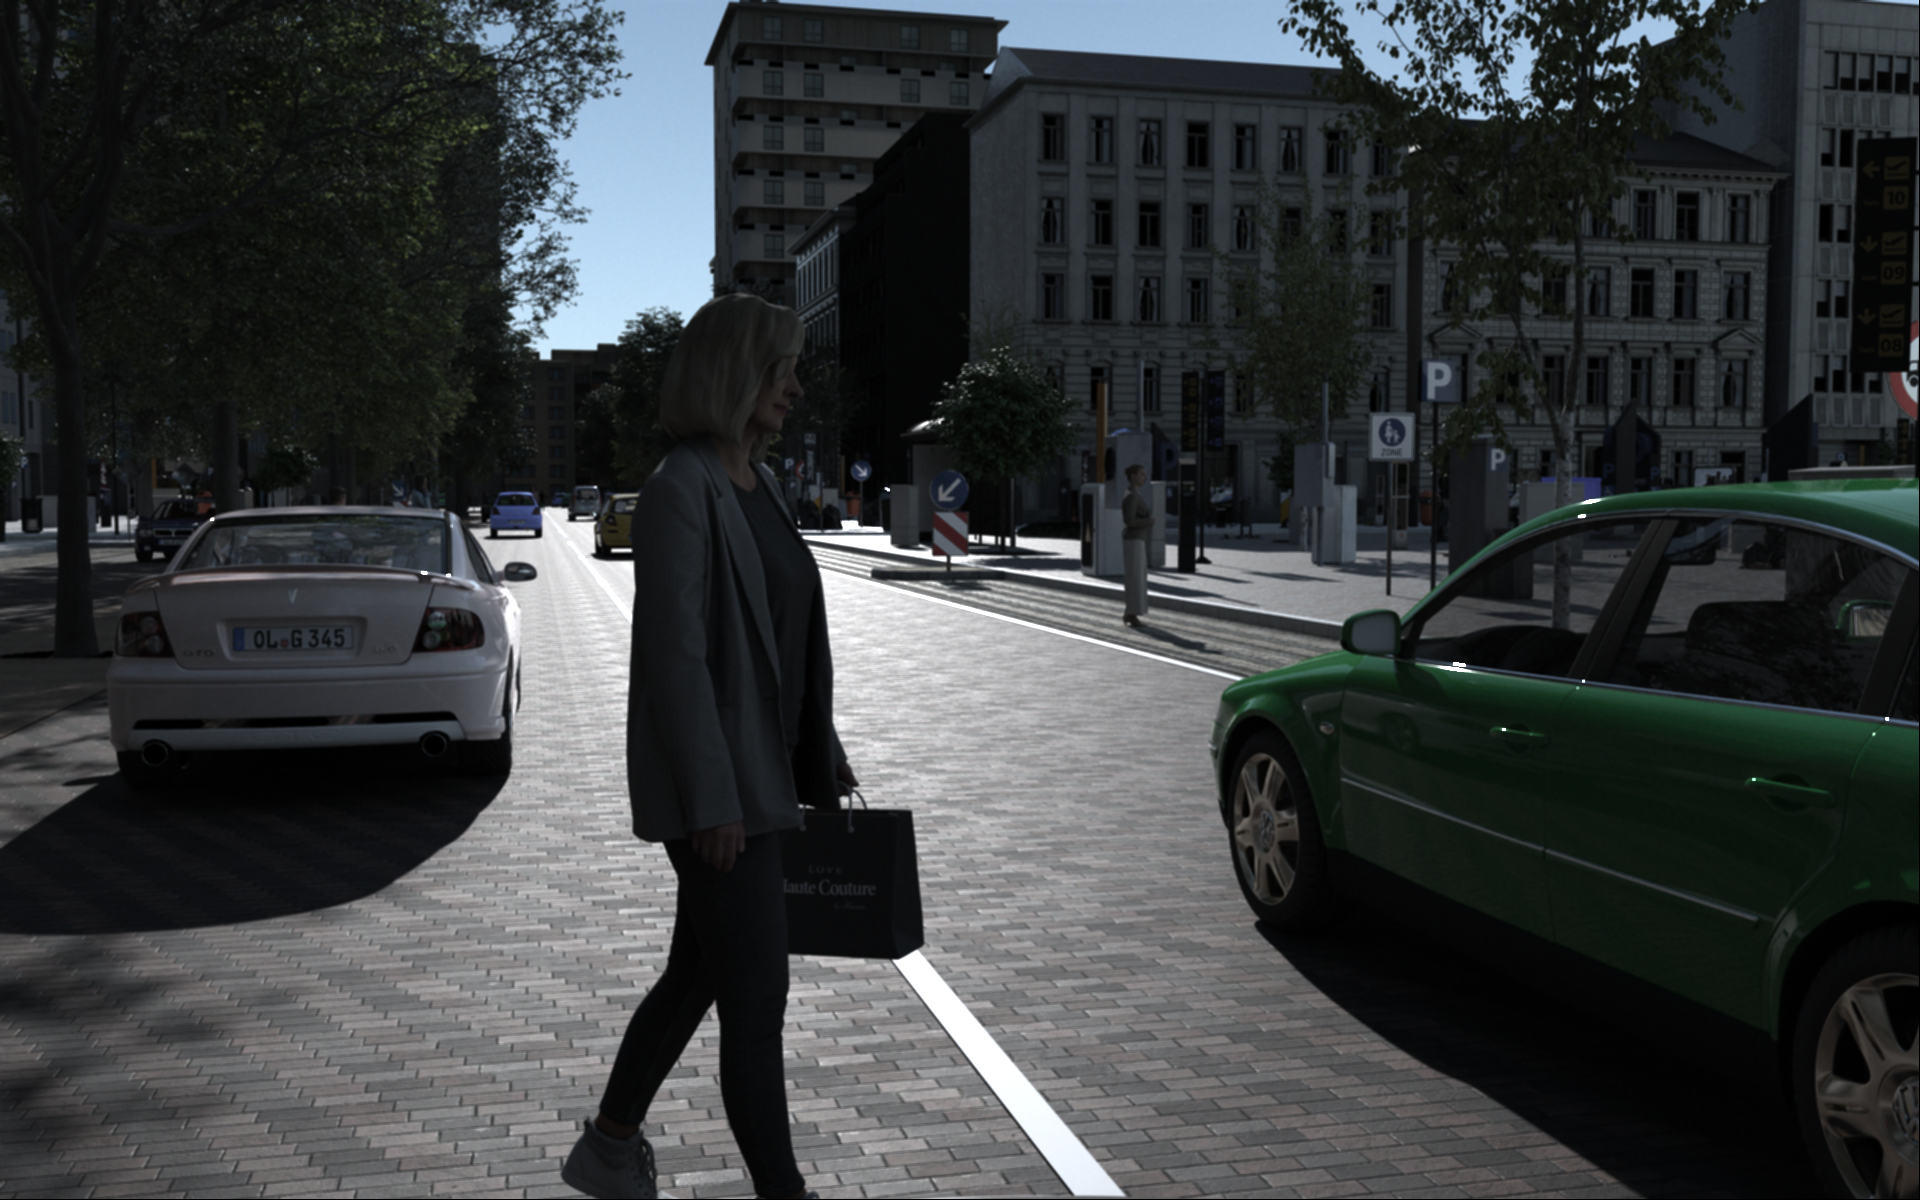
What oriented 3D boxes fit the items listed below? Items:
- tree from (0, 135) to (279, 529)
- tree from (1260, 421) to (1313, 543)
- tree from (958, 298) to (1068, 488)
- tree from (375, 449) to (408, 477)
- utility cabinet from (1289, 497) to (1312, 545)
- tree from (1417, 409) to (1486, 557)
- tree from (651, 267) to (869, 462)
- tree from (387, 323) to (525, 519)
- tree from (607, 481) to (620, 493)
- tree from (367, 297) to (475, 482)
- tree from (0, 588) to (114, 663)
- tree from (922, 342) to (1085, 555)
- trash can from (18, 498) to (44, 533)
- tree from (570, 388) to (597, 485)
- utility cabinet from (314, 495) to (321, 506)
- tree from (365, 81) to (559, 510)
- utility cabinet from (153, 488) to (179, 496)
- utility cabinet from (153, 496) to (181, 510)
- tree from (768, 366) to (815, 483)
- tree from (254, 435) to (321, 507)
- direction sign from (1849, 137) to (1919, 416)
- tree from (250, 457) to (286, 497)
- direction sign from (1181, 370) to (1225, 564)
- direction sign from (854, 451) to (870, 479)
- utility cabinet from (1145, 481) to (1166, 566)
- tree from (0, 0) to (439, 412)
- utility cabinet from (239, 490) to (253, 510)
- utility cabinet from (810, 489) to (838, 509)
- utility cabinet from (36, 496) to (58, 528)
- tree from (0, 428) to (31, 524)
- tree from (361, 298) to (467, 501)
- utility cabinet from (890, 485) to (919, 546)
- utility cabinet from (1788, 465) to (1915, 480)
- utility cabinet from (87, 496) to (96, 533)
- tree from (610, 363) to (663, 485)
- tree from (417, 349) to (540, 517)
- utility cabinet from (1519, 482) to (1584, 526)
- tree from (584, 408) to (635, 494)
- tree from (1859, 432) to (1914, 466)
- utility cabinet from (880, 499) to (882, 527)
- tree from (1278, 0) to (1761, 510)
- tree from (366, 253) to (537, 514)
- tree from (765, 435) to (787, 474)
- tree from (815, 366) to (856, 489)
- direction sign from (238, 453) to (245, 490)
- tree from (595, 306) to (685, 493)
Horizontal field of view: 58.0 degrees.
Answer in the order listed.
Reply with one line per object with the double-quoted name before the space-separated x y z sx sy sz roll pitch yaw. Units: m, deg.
"tree" -29.210 -9.504 62.054 9.857 13.997 8.962 0 3 0
"tree" 8.831 -3.136 45.877 1.663 3.219 1.824 0 3 0
"tree" 1.741 -7.021 65.155 4.737 8.622 4.395 0 3 0
"tree" -59.857 -15.363 185.591 8.767 10.594 7.601 2 4 26
"utility cabinet" 8.834 -2.005 43.941 0.306 1.237 1.020 -3 5 -42
"tree" 10.492 -2.498 35.441 1.663 3.219 1.824 0 3 0
"tree" -7.934 -8.342 70.801 8.767 10.594 7.601 -1 4 -16
"tree" -28.686 -10.448 99.030 9.928 11.665 9.643 0 3 0
"tree" -41.286 -12.977 206.768 1.663 3.219 1.824 0 3 0
"tree" -19.523 -6.701 62.374 4.360 8.622 3.978 0 3 0
"tree" -7.672 -6.226 14.627 12.009 13.543 11.850 0 3 0
"tree" 0.853 -3.269 37.157 4.285 4.588 4.351 0 3 0
"trash can" -30.420 -2.759 56.762 0.748 1.137 0.748 0 3 0
"tree" -39.934 -17.849 198.488 9.857 13.997 8.962 0 3 0
"utility cabinet" -45.168 -6.762 121.719 0.306 1.237 1.020 -1 4 -9
"tree" -24.634 -13.351 76.641 12.611 20.169 13.585 0 3 0
"utility cabinet" -30.657 -3.543 66.607 1.173 1.500 0.318 -1 4 -20
"utility cabinet" -29.922 -3.311 65.304 1.020 1.237 0.306 0 4 -1
"tree" -9.336 -7.789 77.717 4.360 8.622 3.978 0 3 0
"tree" -36.429 -6.732 93.780 4.285 4.588 4.351 0 3 0
"direction sign" 6.151 -1.166 11.062 0.876 3.537 0.379 1 4 12
"tree" -35.975 -5.848 90.218 1.663 3.219 1.824 0 3 0
"direction sign" 4.477 -2.446 31.982 0.876 3.537 0.379 3 4 36
"direction sign" -5.218 -6.117 92.006 0.876 3.537 0.379 -2 4 -25
"utility cabinet" 3.215 -1.354 30.819 0.318 1.500 1.173 -2 4 -25
"tree" -10.386 -6.332 24.111 7.486 12.596 7.792 0 3 0
"utility cabinet" -44.125 -5.983 106.501 1.173 1.500 0.318 -2 4 -35
"utility cabinet" -5.526 -3.768 70.279 1.173 1.500 0.318 -3 4 -39
"utility cabinet" -34.943 -3.393 66.636 1.020 1.237 0.306 -3 5 -43
"tree" -41.627 -5.531 74.139 4.285 4.588 4.351 0 3 0
"tree" -18.587 -6.422 57.825 4.737 8.622 4.395 0 3 0
"utility cabinet" -1.348 -2.065 42.444 0.318 1.500 1.173 -2 4 -23
"utility cabinet" 7.069 -0.310 13.751 0.318 1.500 1.173 -1 4 -12
"utility cabinet" -28.759 -2.816 57.206 0.306 1.237 1.020 -2 4 -34
"tree" -26.534 -14.132 149.184 7.486 12.596 7.792 0 3 0
"tree" -31.263 -11.562 108.509 9.611 12.733 9.660 0 3 0
"utility cabinet" 11.280 -1.492 33.072 1.173 1.500 0.318 -1 4 -9
"tree" -33.526 -14.544 172.199 8.767 10.594 7.601 1 4 22
"tree" 28.888 -3.637 54.069 1.663 3.219 1.824 0 3 0
"utility cabinet" -2.794 -3.429 67.234 0.306 1.237 1.020 1 4 19
"tree" 5.183 -3.977 15.392 4.737 8.622 4.395 0 3 0
"tree" -26.279 -10.990 88.802 9.857 13.997 8.962 0 3 0
"tree" -14.876 -10.842 127.632 4.737 8.622 4.395 0 3 0
"tree" -7.470 -8.866 95.322 4.360 8.622 3.978 0 3 0
"direction sign" -39.294 -6.285 94.763 0.379 3.537 0.876 -3 5 -42
"tree" -19.430 -12.866 117.010 9.857 13.997 8.962 0 3 0
